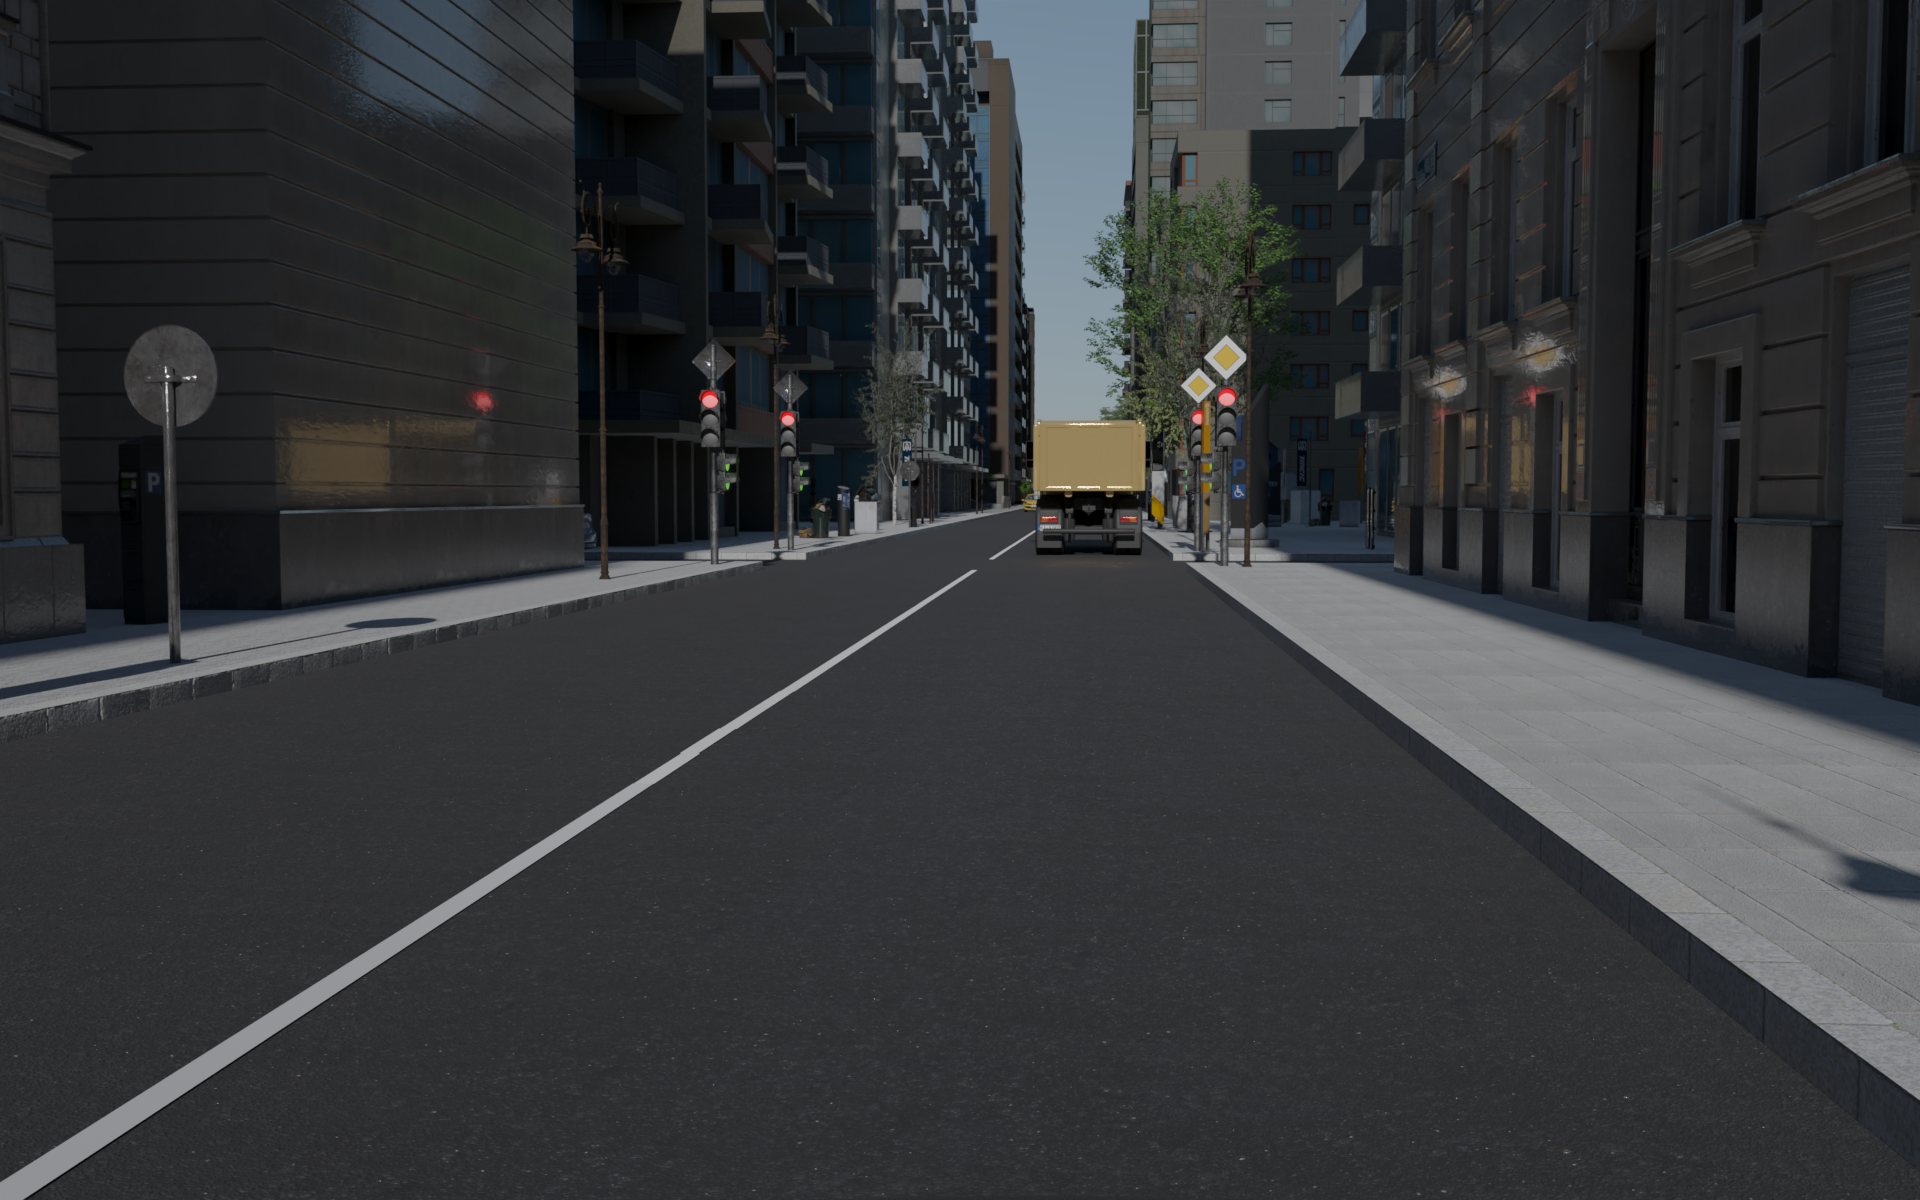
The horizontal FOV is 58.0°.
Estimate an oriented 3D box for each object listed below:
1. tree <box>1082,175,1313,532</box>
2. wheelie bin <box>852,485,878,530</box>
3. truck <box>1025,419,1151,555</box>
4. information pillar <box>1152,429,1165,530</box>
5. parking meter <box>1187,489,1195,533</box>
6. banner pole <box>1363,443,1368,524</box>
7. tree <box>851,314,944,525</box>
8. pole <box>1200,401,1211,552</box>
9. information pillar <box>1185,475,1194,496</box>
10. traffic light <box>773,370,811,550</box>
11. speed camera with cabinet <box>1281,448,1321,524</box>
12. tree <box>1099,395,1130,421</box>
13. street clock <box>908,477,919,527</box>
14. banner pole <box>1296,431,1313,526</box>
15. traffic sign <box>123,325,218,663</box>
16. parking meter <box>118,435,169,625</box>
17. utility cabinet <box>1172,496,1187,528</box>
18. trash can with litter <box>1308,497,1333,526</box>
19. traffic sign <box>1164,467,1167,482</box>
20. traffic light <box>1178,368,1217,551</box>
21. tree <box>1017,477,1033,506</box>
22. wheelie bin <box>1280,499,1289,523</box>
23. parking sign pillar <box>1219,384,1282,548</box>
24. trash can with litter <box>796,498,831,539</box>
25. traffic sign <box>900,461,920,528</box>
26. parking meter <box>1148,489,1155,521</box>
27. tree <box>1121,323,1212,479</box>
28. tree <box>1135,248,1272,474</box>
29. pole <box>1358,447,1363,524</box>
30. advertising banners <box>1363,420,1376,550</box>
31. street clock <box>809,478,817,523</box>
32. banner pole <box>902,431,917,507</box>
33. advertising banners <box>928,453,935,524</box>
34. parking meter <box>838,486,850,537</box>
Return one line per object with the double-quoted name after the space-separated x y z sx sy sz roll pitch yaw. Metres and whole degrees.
7.858 -8.083 57.913 9.928 11.665 9.643 0 3 0 "tree"
-3.267 -3.193 60.109 0.693 1.594 0.980 2 4 28 "wheelie bin"
3.286 -2.959 44.297 3.469 3.379 9.791 0 4 4 "truck"
7.170 -4.355 62.557 0.504 3.616 0.183 3 5 40 "information pillar"
7.677 -2.981 57.152 0.372 1.533 0.369 0 3 0 "parking meter"
17.398 -5.131 73.914 0.401 3.779 0.863 0 4 5 "banner pole"
-2.705 -7.415 71.599 4.360 8.622 3.978 0 3 0 "tree"
5.410 -2.710 38.145 0.158 3.312 0.155 0 3 0 "pole"
8.790 -3.765 66.055 0.304 2.012 0.304 -2 4 -23 "information pillar"
-3.840 -3.086 39.372 0.839 4.253 0.868 0 4 4 "traffic light"
15.557 -5.231 79.856 2.038 3.252 0.660 0 4 -5 "speed camera with cabinet"
18.397 -17.052 196.935 7.486 12.596 7.792 0 3 0 "tree"
-1.783 -3.804 66.769 0.358 2.002 0.471 2 4 32 "street clock"
13.664 -4.801 68.519 0.863 3.779 0.401 -1 4 -21 "banner pole"
-5.958 -0.793 13.072 0.768 2.556 0.104 1 4 8 "traffic sign"
-8.056 -0.695 17.082 0.255 1.863 0.399 1 4 17 "parking meter"
8.490 -3.292 64.980 1.020 1.237 0.306 -1 4 -22 "utility cabinet"
14.499 -3.574 69.827 0.624 1.170 1.055 -3 4 -38 "trash can with litter"
7.306 -3.752 63.477 0.606 2.300 0.079 1 4 13 "traffic sign"
5.296 -3.044 38.694 0.839 4.253 0.868 0 4 4 "traffic light"
7.281 -11.998 190.768 1.663 3.219 1.824 0 3 0 "tree"
14.233 -4.233 77.118 0.693 1.594 0.980 -2 4 -31 "wheelie bin"
7.030 -3.271 41.959 1.447 3.967 1.447 2 4 34 "parking sign pillar"
-4.251 -2.367 50.092 1.055 1.170 0.624 2 4 25 "trash can with litter"
-1.927 -4.040 66.162 0.768 2.556 0.104 1 4 9 "traffic sign"
9.246 -4.600 83.616 0.372 1.533 0.369 0 3 0 "parking meter"
8.746 -7.578 74.269 4.737 8.622 4.395 0 3 0 "tree"
7.257 -6.186 51.505 4.360 8.622 3.978 0 3 0 "tree"
17.284 -4.950 74.780 0.158 3.312 0.155 0 3 0 "pole"
9.595 -2.717 40.613 0.090 3.025 2.074 0 4 7 "advertising banners"
-6.467 -4.383 76.230 0.358 2.002 0.471 0 4 4 "street clock"
-1.964 -4.816 68.761 0.863 3.779 0.401 2 4 29 "banner pole"
-1.257 -4.827 75.116 0.090 3.025 2.074 0 4 7 "advertising banners"
-3.513 -2.687 52.348 0.372 1.533 0.369 0 3 0 "parking meter"
